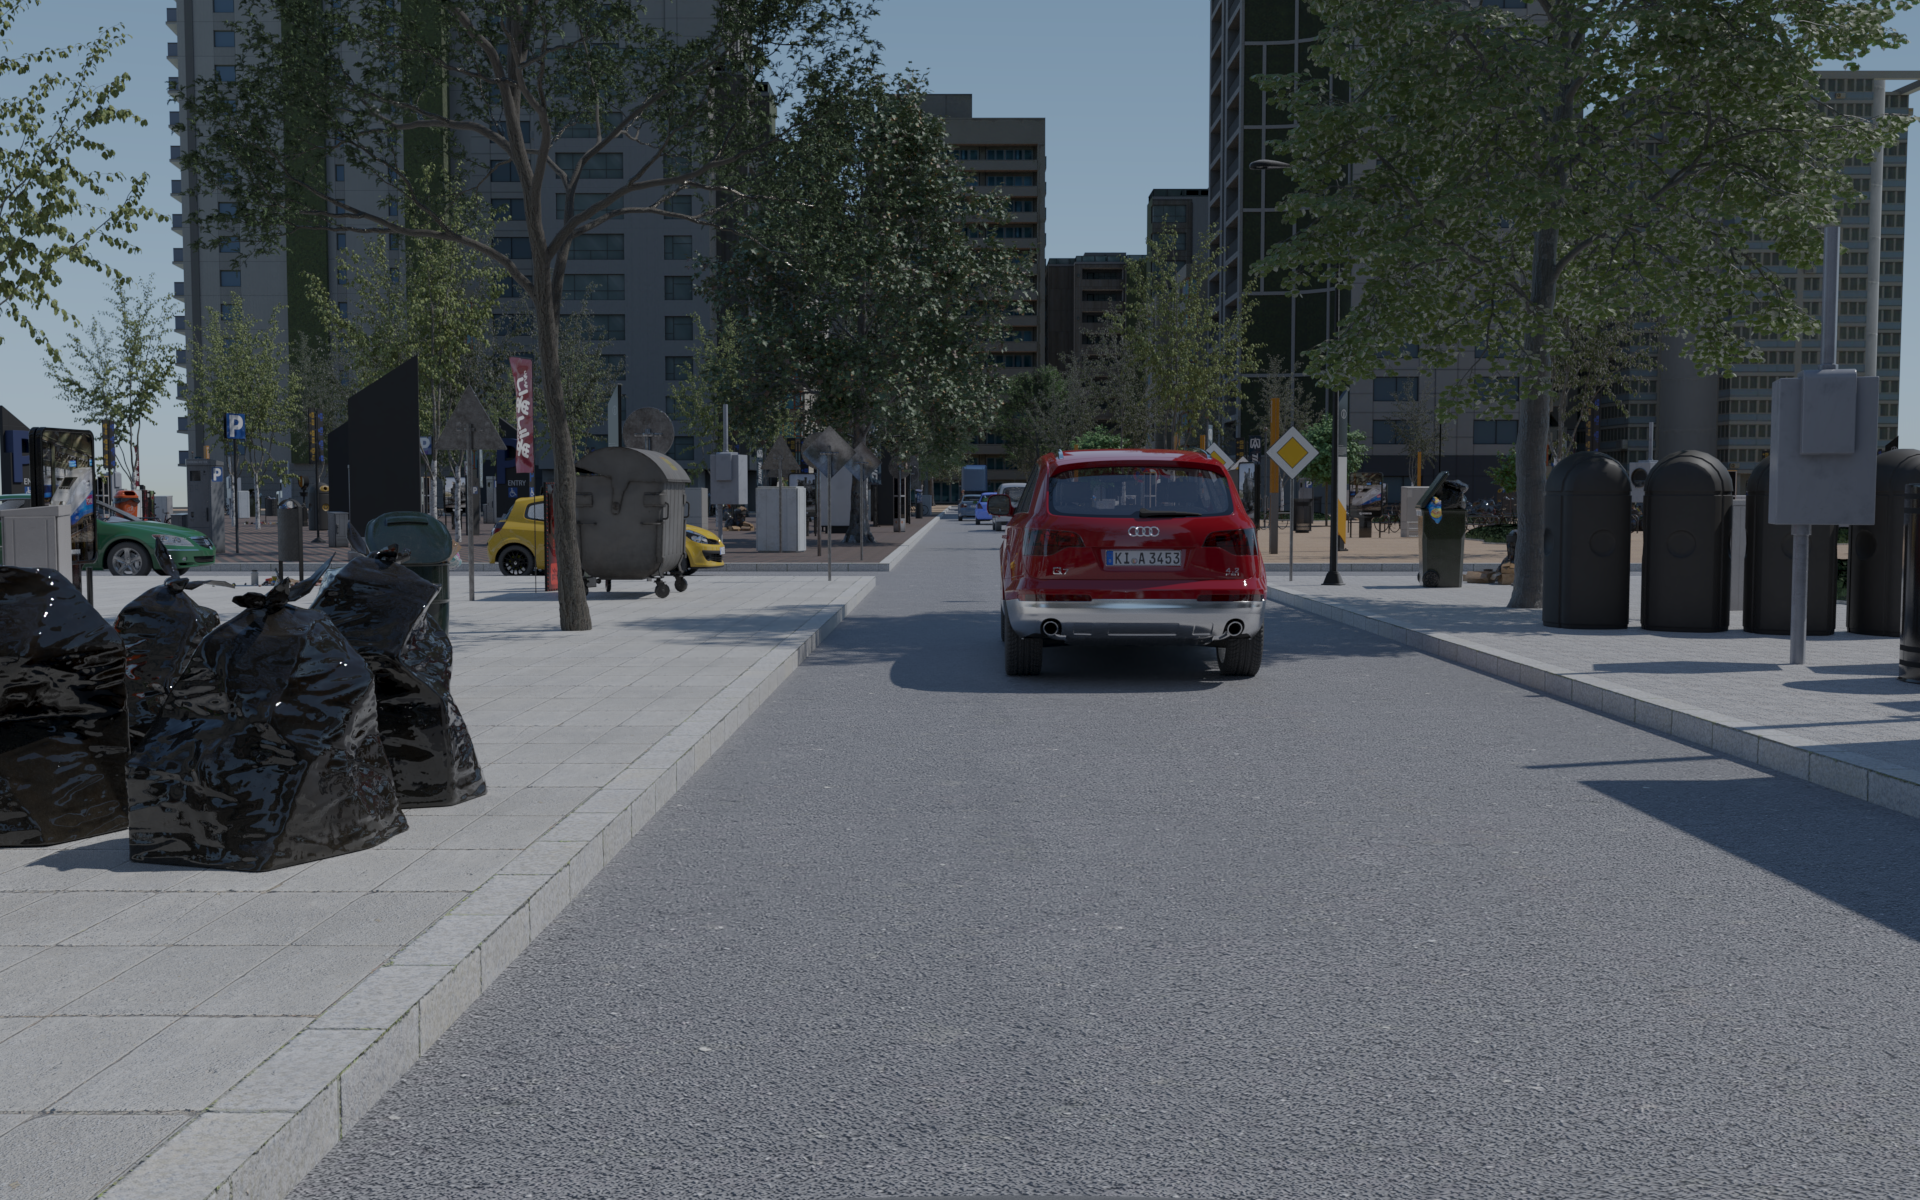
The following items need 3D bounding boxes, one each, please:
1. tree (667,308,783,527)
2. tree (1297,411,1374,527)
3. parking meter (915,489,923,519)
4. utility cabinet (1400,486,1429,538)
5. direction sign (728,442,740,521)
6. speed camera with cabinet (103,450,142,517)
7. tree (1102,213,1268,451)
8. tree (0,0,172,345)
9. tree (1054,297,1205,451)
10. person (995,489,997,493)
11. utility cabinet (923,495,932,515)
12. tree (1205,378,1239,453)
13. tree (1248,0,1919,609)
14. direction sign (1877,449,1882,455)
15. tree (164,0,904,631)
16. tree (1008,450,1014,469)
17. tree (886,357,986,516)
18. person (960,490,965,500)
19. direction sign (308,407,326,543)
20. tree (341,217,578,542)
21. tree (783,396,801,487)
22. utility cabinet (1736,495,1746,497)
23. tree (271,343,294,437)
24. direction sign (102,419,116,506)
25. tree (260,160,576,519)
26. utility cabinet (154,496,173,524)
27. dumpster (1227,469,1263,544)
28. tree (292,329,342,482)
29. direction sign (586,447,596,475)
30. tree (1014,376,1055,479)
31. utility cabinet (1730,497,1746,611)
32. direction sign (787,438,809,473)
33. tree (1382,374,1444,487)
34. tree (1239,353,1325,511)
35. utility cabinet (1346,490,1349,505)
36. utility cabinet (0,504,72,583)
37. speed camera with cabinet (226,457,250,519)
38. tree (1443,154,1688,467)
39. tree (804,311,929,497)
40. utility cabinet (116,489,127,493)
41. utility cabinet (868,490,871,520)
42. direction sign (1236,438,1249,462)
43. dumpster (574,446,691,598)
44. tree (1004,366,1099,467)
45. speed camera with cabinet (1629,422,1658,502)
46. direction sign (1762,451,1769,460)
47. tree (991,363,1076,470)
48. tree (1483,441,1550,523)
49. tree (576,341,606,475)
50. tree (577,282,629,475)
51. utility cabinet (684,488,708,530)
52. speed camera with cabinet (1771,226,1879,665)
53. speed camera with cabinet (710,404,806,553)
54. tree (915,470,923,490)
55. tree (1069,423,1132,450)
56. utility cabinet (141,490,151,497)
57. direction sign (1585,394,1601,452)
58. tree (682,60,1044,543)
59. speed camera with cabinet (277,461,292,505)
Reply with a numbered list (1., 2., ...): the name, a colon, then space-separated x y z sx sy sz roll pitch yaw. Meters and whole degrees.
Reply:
1. tree: -9.459 -7.155 67.349 4.737 8.622 4.395 0 3 0
2. tree: 14.581 -5.178 68.374 4.285 4.588 4.351 0 3 0
3. parking meter: -2.140 -5.014 90.388 0.372 1.533 0.369 0 3 0
4. utility cabinet: 13.456 -2.563 50.589 1.173 1.500 0.318 -1 4 -23
5. direction sign: -9.886 -5.128 75.846 0.379 3.537 0.876 -3 5 -40
6. speed camera with cabinet: -35.360 -4.811 72.996 0.660 3.252 2.038 0 4 7
7. tree: 5.952 -5.877 46.455 4.737 8.622 4.395 0 3 0
8. tree: -11.465 -4.238 19.662 4.737 8.622 4.395 0 3 0
9. tree: 6.426 -7.032 65.327 4.360 8.622 3.978 0 3 0
10. person: 2.395 -6.896 121.697 0.683 1.767 0.568 -2 4 -28
11. utility cabinet: -2.262 -5.905 107.716 1.020 1.237 0.306 2 4 26
12. tree: 15.168 -9.539 106.322 4.360 8.622 3.978 0 3 0
13. tree: 6.846 -6.190 19.331 7.486 12.596 7.792 0 3 0
14. direction sign: 45.998 -5.806 86.932 0.379 3.537 0.876 0 4 3
15. tree: -3.960 -4.996 16.095 7.601 10.594 8.767 1 4 9
16. tree: 6.830 -12.604 156.432 4.360 8.622 3.978 0 3 0
17. tree: -2.157 -12.063 115.356 7.486 12.596 7.792 0 3 0
18. person: 0.170 -7.703 134.993 0.434 1.755 0.990 1 4 16
19. direction sign: -16.992 -3.288 45.759 0.379 3.537 0.876 0 4 3
20. tree: -13.371 -5.877 46.455 4.360 8.622 3.978 0 3 0
21. tree: -10.098 -8.458 88.644 4.737 8.622 4.395 0 3 0
22. utility cabinet: 34.469 -4.016 76.821 1.020 1.237 0.306 -1 4 -21
23. tree: -28.837 -7.788 77.690 4.360 8.622 3.978 0 3 0
24. direction sign: -26.051 -3.734 53.056 0.379 3.537 0.876 0 4 -5
25. tree: -11.753 -5.345 37.748 4.737 8.622 4.395 0 3 0
26. utility cabinet: -34.734 -3.937 75.538 1.020 1.237 0.306 3 4 36
27. dumpster: 6.429 -2.155 40.988 1.264 1.857 1.865 0 4 0
28. tree: -19.256 -6.554 57.520 4.360 8.622 3.978 0 3 0
29. direction sign: -17.759 -5.585 83.307 0.379 3.537 0.876 -3 5 -41
30. tree: 5.473 -8.300 86.075 4.360 8.622 3.978 0 3 0
31. utility cabinet: 8.874 -0.496 19.266 1.020 1.237 0.306 -1 4 -19
32. direction sign: -6.517 -4.753 69.708 0.876 3.537 0.379 0 4 -1
33. tree: 28.129 -9.557 106.625 4.360 8.622 3.978 0 3 0
34. tree: 16.867 -8.556 90.249 4.360 8.622 3.978 0 3 0
35. utility cabinet: 21.232 -5.224 94.092 0.318 1.500 1.173 -1 4 -22
36. utility cabinet: -5.362 0.066 10.084 0.306 1.237 1.020 -2 4 -24
37. speed camera with cabinet: -38.211 -5.952 91.658 0.660 3.252 2.038 -3 4 -39
38. tree: 12.829 -5.257 36.320 4.360 8.622 3.978 0 3 0
39. tree: -3.741 -6.965 64.237 4.360 8.622 3.978 0 3 0
40. utility cabinet: -34.028 -3.770 70.311 0.318 1.500 1.173 -1 4 -20
41. utility cabinet: -3.931 -4.560 83.228 0.318 1.500 1.173 -3 5 -42
42. direction sign: 11.480 -4.736 69.431 0.876 3.537 0.379 1 4 18
43. dumpster: -4.166 -0.989 21.922 1.264 1.857 1.865 0 4 0
44. tree: 6.105 -11.679 125.369 8.767 10.594 7.601 -1 4 -22
45. speed camera with cabinet: 18.494 -3.296 48.220 0.660 3.252 2.038 -2 4 -31
46. direction sign: 42.203 -6.007 90.207 0.876 3.537 0.379 1 4 19
47. tree: 5.922 -12.921 137.021 9.928 11.665 9.643 0 3 0
48. tree: 20.423 -4.233 63.810 1.663 3.219 1.824 0 3 0
49. tree: -18.078 -7.907 79.645 4.737 8.622 4.395 0 3 0
50. tree: -12.698 -6.469 56.133 4.360 8.622 3.978 0 3 0
51. utility cabinet: -9.342 -3.189 60.822 1.173 1.500 0.318 3 5 41
52. speed camera with cabinet: 7.171 -1.134 12.877 2.038 3.252 0.660 1 4 19
53. speed camera with cabinet: -4.455 -2.686 38.259 2.038 3.252 0.660 1 4 14
54. tree: -3.258 -11.394 136.655 4.737 8.622 4.395 0 3 0
55. tree: 6.458 -5.912 80.375 4.285 4.588 4.351 0 3 0
56. utility cabinet: -40.644 -4.733 86.069 1.173 1.500 0.318 3 4 36
57. direction sign: 14.440 -2.910 39.582 0.379 3.537 0.876 0 4 1
58. tree: -2.642 -7.868 45.653 9.611 12.733 9.660 0 3 0
59. speed camera with cabinet: -40.995 -6.769 105.006 0.660 3.252 2.038 -2 4 -30
